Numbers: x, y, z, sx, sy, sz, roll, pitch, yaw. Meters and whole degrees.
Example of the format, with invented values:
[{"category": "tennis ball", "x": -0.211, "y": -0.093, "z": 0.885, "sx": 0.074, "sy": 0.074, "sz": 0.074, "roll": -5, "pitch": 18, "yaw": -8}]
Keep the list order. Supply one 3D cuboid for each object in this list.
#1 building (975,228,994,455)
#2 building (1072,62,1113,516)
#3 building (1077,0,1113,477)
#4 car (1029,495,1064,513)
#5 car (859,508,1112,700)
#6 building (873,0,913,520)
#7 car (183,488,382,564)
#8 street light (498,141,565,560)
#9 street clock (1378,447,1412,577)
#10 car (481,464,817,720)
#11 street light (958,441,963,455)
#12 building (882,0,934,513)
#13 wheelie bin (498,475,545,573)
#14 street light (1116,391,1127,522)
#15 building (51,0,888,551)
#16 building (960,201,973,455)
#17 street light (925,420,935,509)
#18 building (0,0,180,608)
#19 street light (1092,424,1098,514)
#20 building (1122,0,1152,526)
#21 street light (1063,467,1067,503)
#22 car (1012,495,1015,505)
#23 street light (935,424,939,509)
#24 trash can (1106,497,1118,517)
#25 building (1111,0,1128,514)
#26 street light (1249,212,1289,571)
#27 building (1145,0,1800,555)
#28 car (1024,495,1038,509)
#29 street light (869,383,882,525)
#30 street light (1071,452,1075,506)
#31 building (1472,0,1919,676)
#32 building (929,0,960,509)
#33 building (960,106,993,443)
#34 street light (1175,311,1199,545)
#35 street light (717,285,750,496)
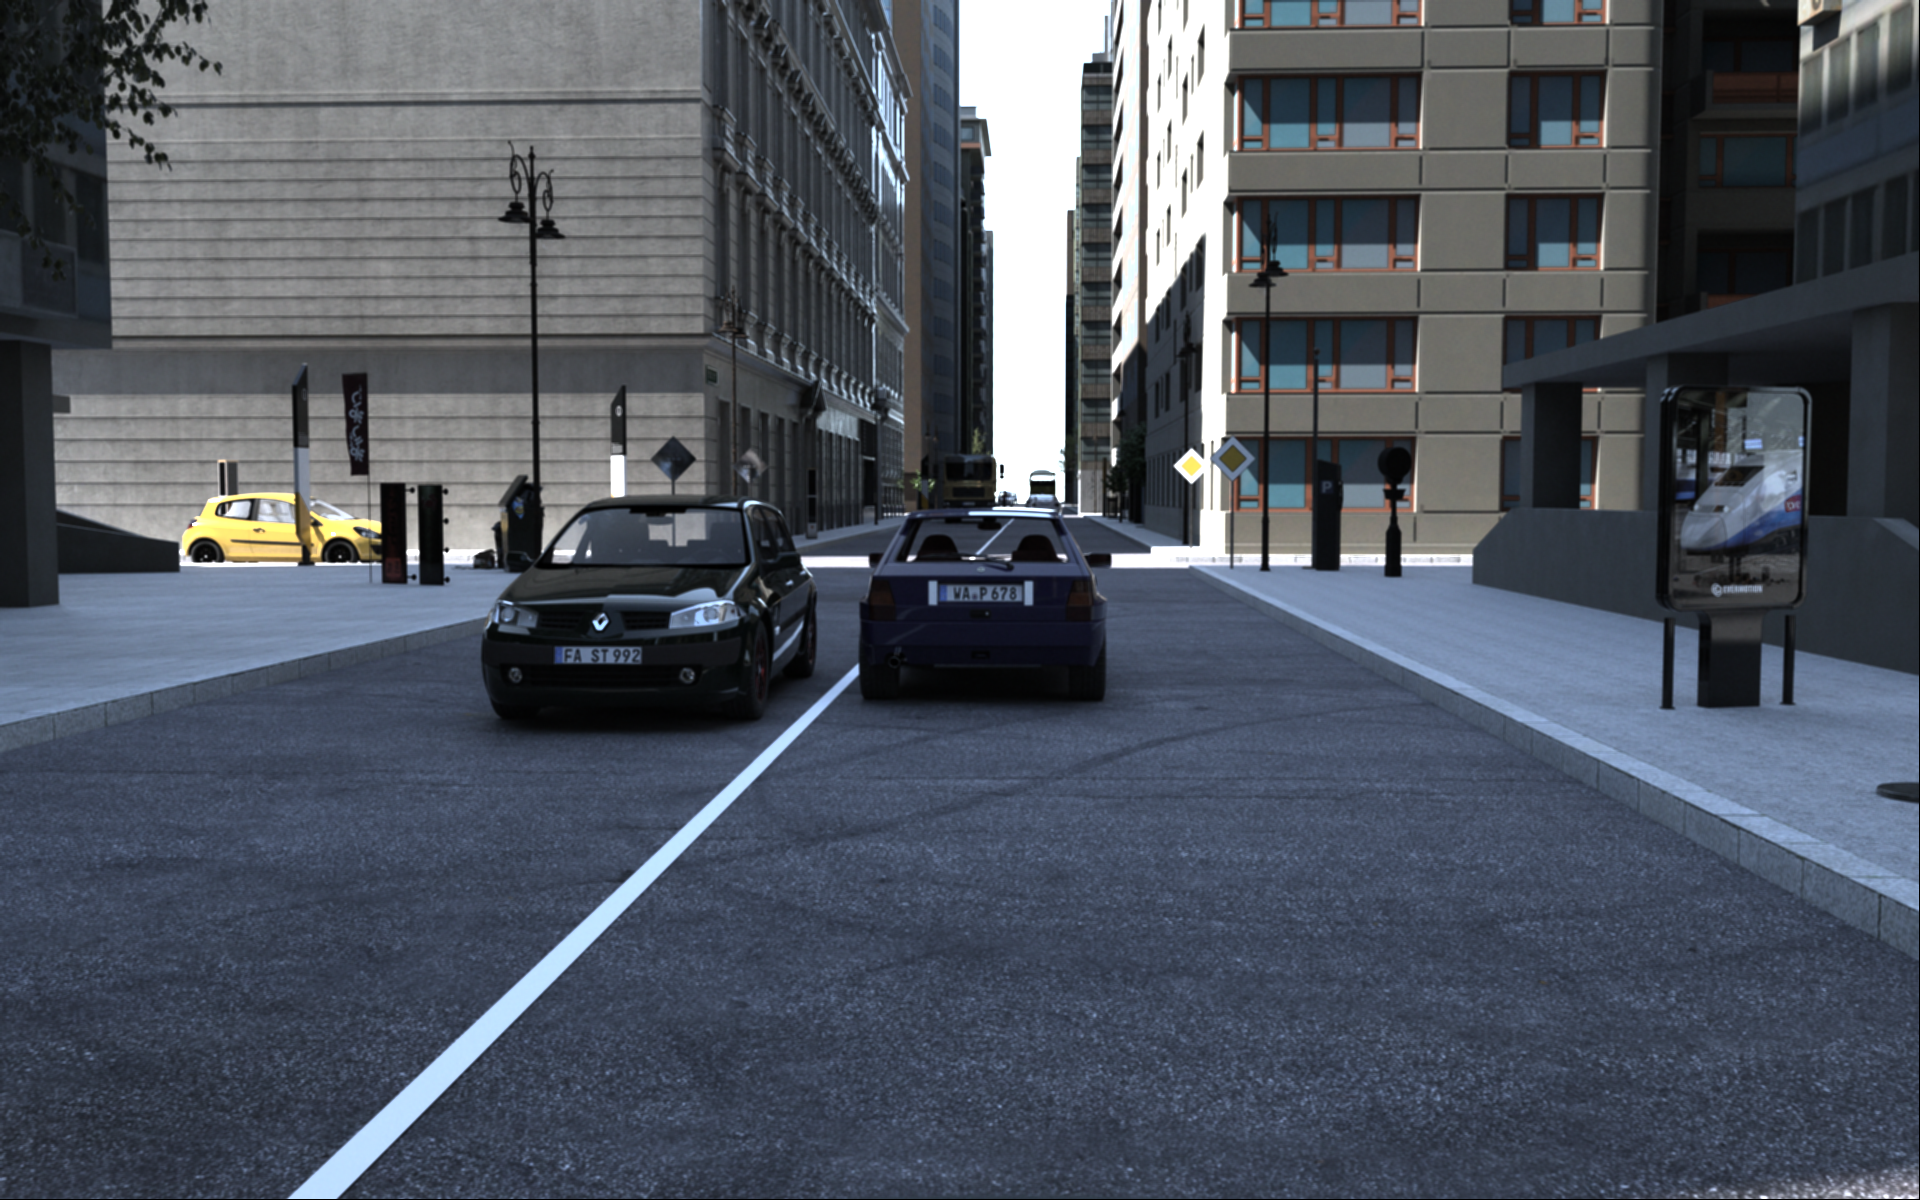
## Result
[{"category": "building", "x": -2.041, "y": -35.294, "z": 260.658, "sx": 14.154, "sy": 41.232, "sz": 14.086, "roll": 0, "pitch": 4, "yaw": 3}, {"category": "building", "x": 15.195, "y": -21.264, "z": 119.368, "sx": 14.160, "sy": 30.474, "sz": 14.107, "roll": 0, "pitch": 4, "yaw": 3}, {"category": "building", "x": 23.873, "y": -33.804, "z": 172.299, "sx": 23.786, "sy": 49.044, "sz": 30.456, "roll": 0, "pitch": 4, "yaw": 3}, {"category": "car", "x": 5.098, "y": -5.499, "z": 102.268, "sx": 2.083, "sy": 1.381, "sz": 4.827, "roll": 0, "pitch": 4, "yaw": 5}, {"category": "car", "x": 0.219, "y": -0.050, "z": 13.404, "sx": 1.945, "sy": 1.354, "sz": 3.894, "roll": 0, "pitch": 4, "yaw": 2}, {"category": "building", "x": -9.871, "y": -18.712, "z": 91.852, "sx": 13.634, "sy": 28.700, "sz": 20.117, "roll": 0, "pitch": 4, "yaw": 3}, {"category": "car", "x": -12.644, "y": -1.395, "z": 33.029, "sx": 3.980, "sy": 1.641, "sz": 2.015, "roll": 0, "pitch": 4, "yaw": 4}, {"category": "street light", "x": -5.684, "y": -3.081, "z": 23.159, "sx": 0.468, "sy": 5.910, "sz": 1.993, "roll": 0, "pitch": 4, "yaw": 3}, {"category": "street clock", "x": 6.723, "y": -1.362, "z": 26.831, "sx": 0.471, "sy": 2.002, "sz": 0.358, "roll": -1, "pitch": 4, "yaw": -20}, {"category": "car", "x": -2.055, "y": -0.151, "z": 12.260, "sx": 2.009, "sy": 1.686, "sz": 4.222, "roll": 0, "pitch": 4, "yaw": 2}, {"category": "street light", "x": 0.104, "y": -10.763, "z": 148.756, "sx": 0.468, "sy": 5.910, "sz": 1.993, "roll": 0, "pitch": 4, "yaw": 3}, {"category": "building", "x": -9.137, "y": -28.795, "z": 120.915, "sx": 14.600, "sy": 45.320, "sz": 14.200, "roll": 0, "pitch": 4, "yaw": 3}, {"category": "wheelie bin", "x": -7.207, "y": -1.261, "z": 28.525, "sx": 0.693, "sy": 1.594, "sz": 0.980, "roll": -2, "pitch": 4, "yaw": -27}, {"category": "street light", "x": 7.257, "y": -6.438, "z": 78.055, "sx": 0.468, "sy": 5.910, "sz": 1.993, "roll": 0, "pitch": 4, "yaw": 3}, {"category": "building", "x": -12.633, "y": -17.335, "z": 59.845, "sx": 17.030, "sy": 29.872, "sz": 44.131, "roll": 0, "pitch": 4, "yaw": 3}, {"category": "building", "x": -5.982, "y": -24.852, "z": 178.023, "sx": 14.160, "sy": 30.474, "sz": 14.107, "roll": 0, "pitch": 4, "yaw": 3}, {"category": "street light", "x": -1.965, "y": -8.181, "z": 106.552, "sx": 0.468, "sy": 5.910, "sz": 1.993, "roll": 0, "pitch": 4, "yaw": 3}, {"category": "building", "x": -21.936, "y": -19.684, "z": 13.707, "sx": 23.993, "sy": 40.220, "sz": 32.217, "roll": 0, "pitch": 4, "yaw": 3}, {"category": "street light", "x": 9.229, "y": -9.019, "z": 120.247, "sx": 0.468, "sy": 5.910, "sz": 1.993, "roll": 0, "pitch": 4, "yaw": 3}, {"category": "building", "x": 14.346, "y": -25.997, "z": 75.154, "sx": 14.600, "sy": 45.320, "sz": 14.200, "roll": 0, "pitch": 4, "yaw": 3}, {"category": "street light", "x": 16.170, "y": -18.289, "z": 271.815, "sx": 0.468, "sy": 5.910, "sz": 1.993, "roll": 0, "pitch": 4, "yaw": 3}, {"category": "car", "x": 6.339, "y": -13.360, "z": 230.445, "sx": 2.014, "sy": 1.417, "sz": 4.499, "roll": 0, "pitch": 4, "yaw": 1}, {"category": "street light", "x": -1.565, "y": -8.699, "z": 115.018, "sx": 0.468, "sy": 5.910, "sz": 1.993, "roll": 0, "pitch": 4, "yaw": 3}, {"category": "trash can", "x": 8.368, "y": -5.103, "z": 95.090, "sx": 0.748, "sy": 1.137, "sz": 0.748, "roll": 0, "pitch": 3, "yaw": 0}, {"category": "building", "x": 19.998, "y": -29.173, "z": 100.678, "sx": 21.300, "sy": 48.544, "sz": 21.600, "roll": 0, "pitch": 4, "yaw": 3}, {"category": "street light", "x": 5.093, "y": -3.422, "z": 28.737, "sx": 0.468, "sy": 5.910, "sz": 1.993, "roll": 0, "pitch": 4, "yaw": 3}, {"category": "building", "x": 20.635, "y": -12.473, "z": 48.978, "sx": 28.899, "sy": 21.520, "sz": 27.650, "roll": 0, "pitch": 4, "yaw": 3}, {"category": "car", "x": 6.041, "y": -7.555, "z": 135.892, "sx": 2.083, "sy": 1.381, "sz": 4.827, "roll": 0, "pitch": 4, "yaw": 1}, {"category": "street light", "x": -3.505, "y": -6.082, "z": 72.223, "sx": 0.468, "sy": 5.910, "sz": 1.993, "roll": 0, "pitch": 4, "yaw": 3}, {"category": "street light", "x": 13.152, "y": -14.161, "z": 204.317, "sx": 0.468, "sy": 5.910, "sz": 1.993, "roll": 0, "pitch": 4, "yaw": 3}, {"category": "building", "x": 23.124, "y": -19.822, "z": 15.964, "sx": 32.217, "sy": 40.220, "sz": 23.993, "roll": 0, "pitch": 4, "yaw": 3}, {"category": "building", "x": -11.072, "y": -36.690, "z": 141.883, "sx": 21.231, "sy": 58.520, "sz": 28.212, "roll": 0, "pitch": 4, "yaw": 3}, {"category": "building", "x": -10.188, "y": -39.785, "z": 239.728, "sx": 28.713, "sy": 52.752, "sz": 27.495, "roll": 0, "pitch": 4, "yaw": 3}, {"category": "street light", "x": 5.731, "y": -4.346, "z": 43.842, "sx": 0.468, "sy": 5.910, "sz": 1.993, "roll": 0, "pitch": 4, "yaw": 3}, {"category": "street light", "x": -5.014, "y": -4.018, "z": 38.478, "sx": 0.468, "sy": 5.910, "sz": 1.993, "roll": 0, "pitch": 4, "yaw": 3}]
